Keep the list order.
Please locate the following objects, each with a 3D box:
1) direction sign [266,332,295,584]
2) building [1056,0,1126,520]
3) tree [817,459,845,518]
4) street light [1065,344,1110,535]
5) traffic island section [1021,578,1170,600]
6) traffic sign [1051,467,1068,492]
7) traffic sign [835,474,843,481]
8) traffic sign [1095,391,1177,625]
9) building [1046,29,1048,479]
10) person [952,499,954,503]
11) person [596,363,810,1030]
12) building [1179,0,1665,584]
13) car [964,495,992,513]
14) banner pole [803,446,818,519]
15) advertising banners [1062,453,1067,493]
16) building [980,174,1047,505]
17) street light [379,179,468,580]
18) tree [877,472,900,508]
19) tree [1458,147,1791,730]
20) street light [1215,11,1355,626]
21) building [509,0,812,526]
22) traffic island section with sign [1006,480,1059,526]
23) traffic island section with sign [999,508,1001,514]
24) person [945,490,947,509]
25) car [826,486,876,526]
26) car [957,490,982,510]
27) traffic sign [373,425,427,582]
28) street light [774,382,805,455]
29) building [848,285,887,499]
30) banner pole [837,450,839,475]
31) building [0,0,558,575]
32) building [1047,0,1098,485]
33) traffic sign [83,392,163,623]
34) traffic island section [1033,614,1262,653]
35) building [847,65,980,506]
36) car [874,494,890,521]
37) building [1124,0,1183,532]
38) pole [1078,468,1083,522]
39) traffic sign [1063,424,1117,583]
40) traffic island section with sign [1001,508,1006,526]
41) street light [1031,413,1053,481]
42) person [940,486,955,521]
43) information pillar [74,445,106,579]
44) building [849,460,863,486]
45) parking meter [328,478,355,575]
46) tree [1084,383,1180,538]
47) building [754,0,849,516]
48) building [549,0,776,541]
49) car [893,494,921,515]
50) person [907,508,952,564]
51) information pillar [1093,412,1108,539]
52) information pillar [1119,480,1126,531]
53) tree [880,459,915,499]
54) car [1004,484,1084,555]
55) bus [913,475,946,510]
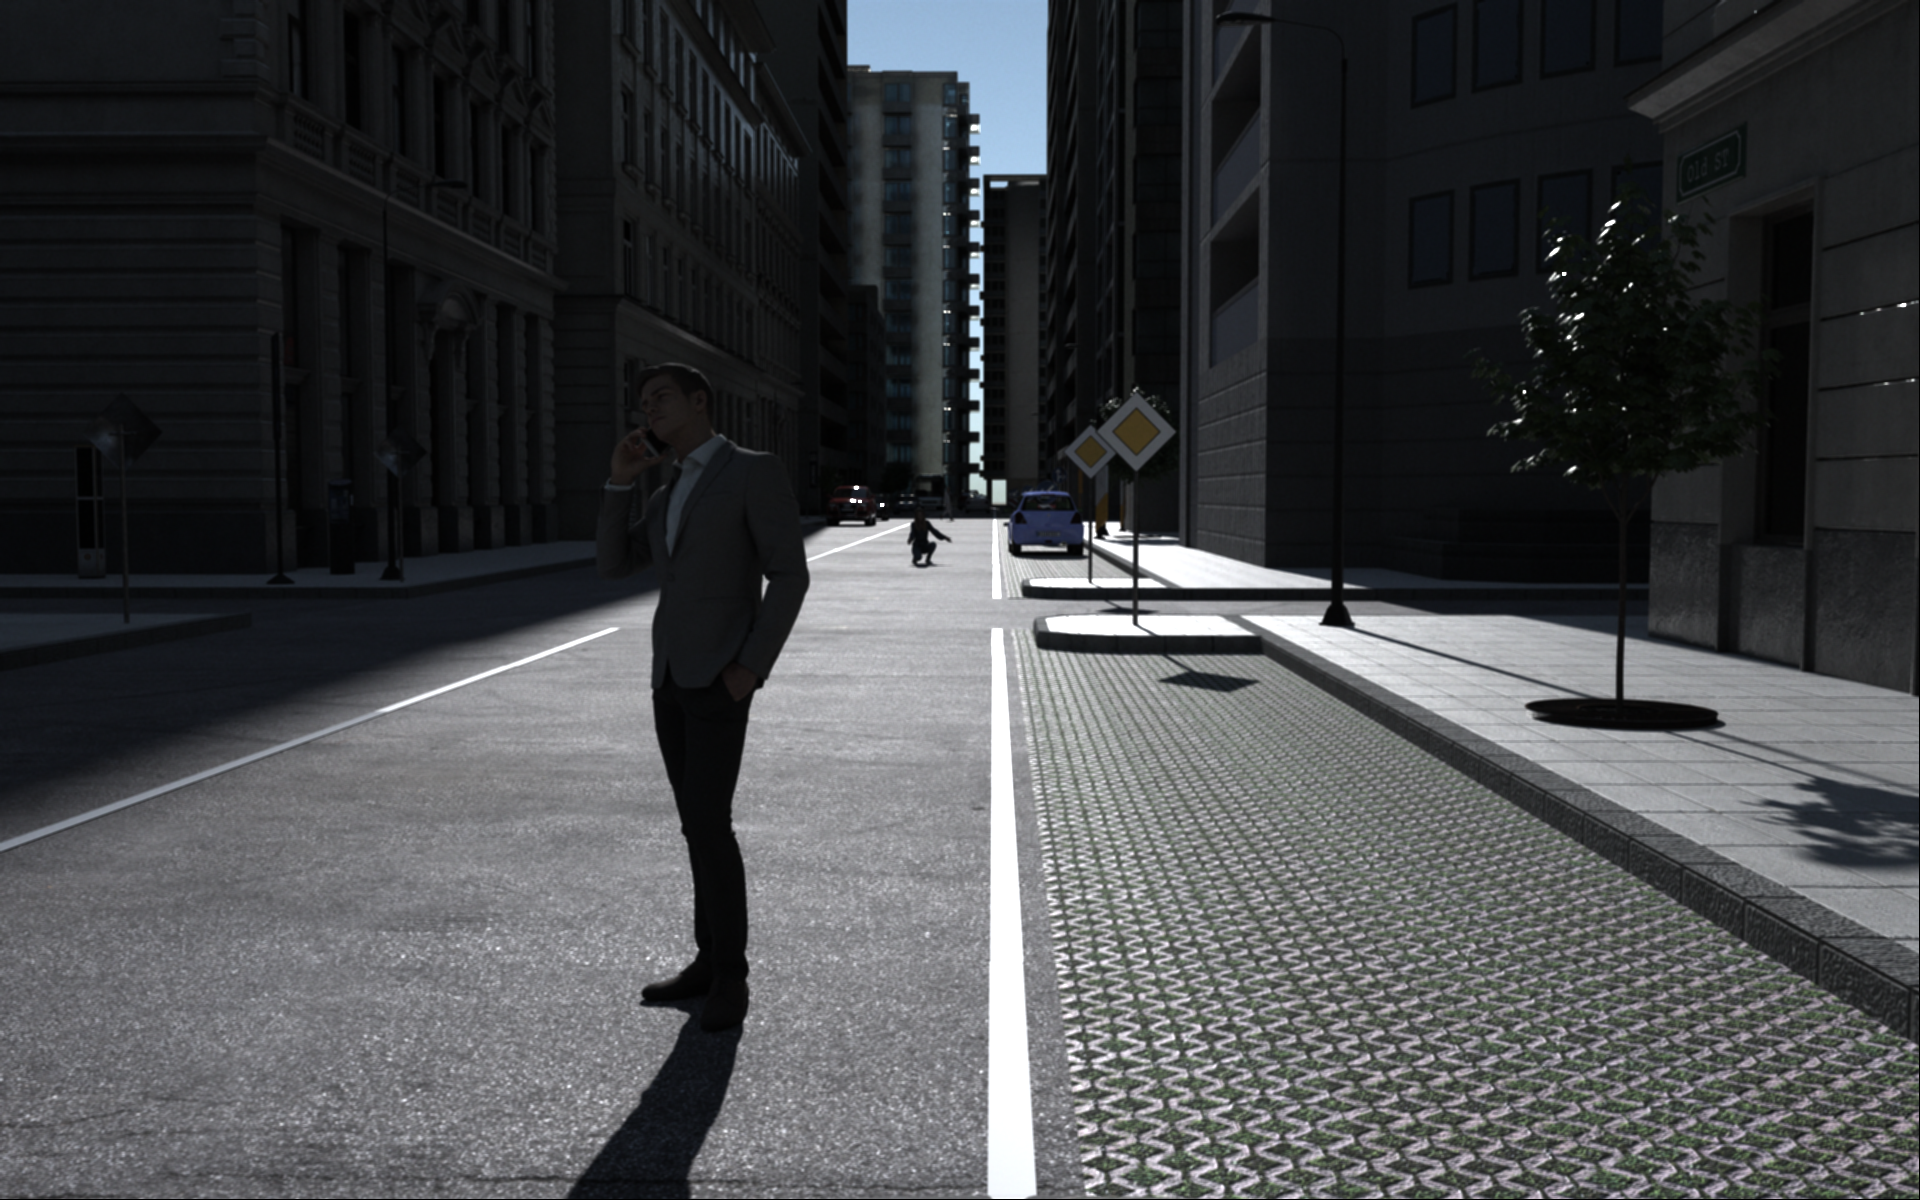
[{"bbox_3d":[-9.718,-1.998,24.667,0.379,3.537,0.876,-2,4,-26],"label":"direction sign"},{"bbox_3d":[15.644,-39.748,88.127,20.563,71.187,20.611,0,4,1],"label":"building"},{"bbox_3d":[-7.037,-6.111,94.521,1.663,3.219,1.824,0,3,0],"label":"tree"},{"bbox_3d":[3.948,-4.971,53.822,1.470,5.913,1.316,0,4,1],"label":"street light"},{"bbox_3d":[1.898,-0.166,24.987,2.009,0.180,2.903,0,4,1],"label":"traffic island section"},{"bbox_3d":[4.724,-5.024,82.248,0.768,2.556,0.104,1,4,9],"label":"traffic sign"},{"bbox_3d":[-6.820,-5.791,95.864,0.795,2.450,0.064,0,4,2],"label":"traffic sign"},{"bbox_3d":[1.717,-0.812,16.927,0.795,2.450,0.064,0,4,1],"label":"traffic sign"},{"bbox_3d":[15.719,-31.603,166.820,14.600,45.320,14.200,0,4,1],"label":"building"},{"bbox_3d":[-0.908,-8.211,146.004,1.065,1.426,0.557,3,5,40],"label":"person"},{"bbox_3d":[-0.729,0.234,4.850,0.473,1.802,0.592,-2,4,-32],"label":"person"},{"bbox_3d":[19.370,-29.998,32.460,28.212,58.520,21.231,0,4,1],"label":"building"},{"bbox_3d":[1.339,-7.169,129.578,2.083,1.381,4.827,0,4,1],"label":"car"},{"bbox_3d":[-7.740,-6.103,89.805,0.863,3.779,0.401,1,4,23],"label":"banner pole"},{"bbox_3d":[4.456,-4.748,73.815,0.090,3.025,2.074,0,4,-1],"label":"advertising banners"},{"bbox_3d":[14.305,-31.049,199.524,23.993,40.220,32.217,0,4,1],"label":"building"},{"bbox_3d":[-7.964,-3.253,25.734,1.470,5.913,1.316,0,4,1],"label":"street light"},{"bbox_3d":[-6.357,-9.927,156.902,1.663,3.219,1.824,0,3,0],"label":"tree"},{"bbox_3d":[3.651,-0.931,9.829,1.663,3.219,1.824,0,3,0],"label":"tree"},{"bbox_3d":[3.161,-2.710,16.849,1.470,5.913,1.316,0,4,1],"label":"street light"},{"bbox_3d":[-13.867,-15.735,86.150,11.050,23.489,19.941,0,4,1],"label":"building"},{"bbox_3d":[2.400,-2.542,50.194,1.989,1.847,2.006,0,4,1],"label":"traffic island section with sign"},{"bbox_3d":[3.925,-7.223,126.722,1.989,1.847,2.006,0,4,1],"label":"traffic island section with sign"},{"bbox_3d":[-1.302,-9.999,171.981,0.705,1.824,1.348,2,4,27],"label":"person"},{"bbox_3d":[-4.969,-4.341,79.647,2.281,1.827,5.304,0,4,1],"label":"car"},{"bbox_3d":[0.891,-9.085,157.220,2.281,1.827,5.304,0,4,2],"label":"car"},{"bbox_3d":[-8.117,-1.314,25.128,0.795,2.450,0.064,0,4,1],"label":"traffic sign"},{"bbox_3d":[-7.106,-6.069,71.762,1.470,5.913,1.316,0,4,1],"label":"street light"},{"bbox_3d":[-22.142,-19.367,161.687,28.899,21.520,27.650,0,4,1],"label":"building"},{"bbox_3d":[-6.953,-6.644,98.646,0.401,3.779,0.863,0,4,2],"label":"banner pole"},{"bbox_3d":[-15.644,-12.679,36.177,11.050,23.489,19.941,0,4,1],"label":"building"},{"bbox_3d":[17.736,-31.190,133.665,21.300,48.544,21.600,0,4,1],"label":"building"},{"bbox_3d":[-8.275,-0.826,17.144,0.795,2.450,0.064,0,4,1],"label":"traffic sign"},{"bbox_3d":[1.740,0.323,17.004,2.009,0.180,2.903,0,4,1],"label":"traffic island section"},{"bbox_3d":[-12.991,-35.275,196.361,30.456,49.044,23.786,0,4,1],"label":"building"},{"bbox_3d":[-4.822,-5.197,94.754,2.009,1.686,4.222,0,4,1],"label":"car"},{"bbox_3d":[12.993,-17.884,64.105,14.160,30.474,14.107,0,4,1],"label":"building"},{"bbox_3d":[4.999,-4.771,71.847,0.158,3.312,0.155,0,3,0],"label":"pole"},{"bbox_3d":[1.874,-1.301,24.910,0.795,2.450,0.064,0,4,1],"label":"traffic sign"},{"bbox_3d":[2.941,-4.191,77.144,1.989,1.847,2.006,0,4,1],"label":"traffic island section with sign"},{"bbox_3d":[4.754,-7.751,99.272,1.470,5.913,1.316,0,4,1],"label":"street light"},{"bbox_3d":[-0.685,-5.190,93.232,0.818,1.842,0.514,1,4,15],"label":"person"},{"bbox_3d":[-13.165,-1.328,26.212,0.304,2.012,0.304,0,4,-5],"label":"information pillar"},{"bbox_3d":[-18.016,-42.390,131.330,20.563,71.187,20.611,0,4,1],"label":"building"},{"bbox_3d":[-9.888,-1.179,27.686,0.372,1.533,0.369,0,3,0],"label":"parking meter"},{"bbox_3d":[5.237,-4.137,51.361,4.285,4.588,4.351,0,3,0],"label":"tree"},{"bbox_3d":[-18.716,-29.801,110.941,21.300,48.544,21.600,0,4,1],"label":"building"},{"bbox_3d":[-16.348,-13.938,61.166,16.112,22.955,30.059,0,4,1],"label":"building"},{"bbox_3d":[-3.740,-6.784,122.921,2.014,1.417,4.499,0,4,3],"label":"car"},{"bbox_3d":[-0.672,-1.326,35.680,1.012,1.151,0.738,-1,4,-14],"label":"person"},{"bbox_3d":[4.034,-3.546,49.326,0.183,3.616,0.504,-2,4,-34],"label":"information pillar"},{"bbox_3d":[5.635,-4.186,59.790,0.183,3.616,0.504,1,4,20],"label":"information pillar"},{"bbox_3d":[-5.890,-11.016,163.821,4.285,4.588,4.351,0,3,0],"label":"tree"},{"bbox_3d":[2.026,-1.952,41.508,1.945,1.707,3.694,0,4,0],"label":"car"},{"bbox_3d":[-2.749,-9.966,157.803,2.948,3.499,13.247,0,4,-1],"label":"bus"}]
